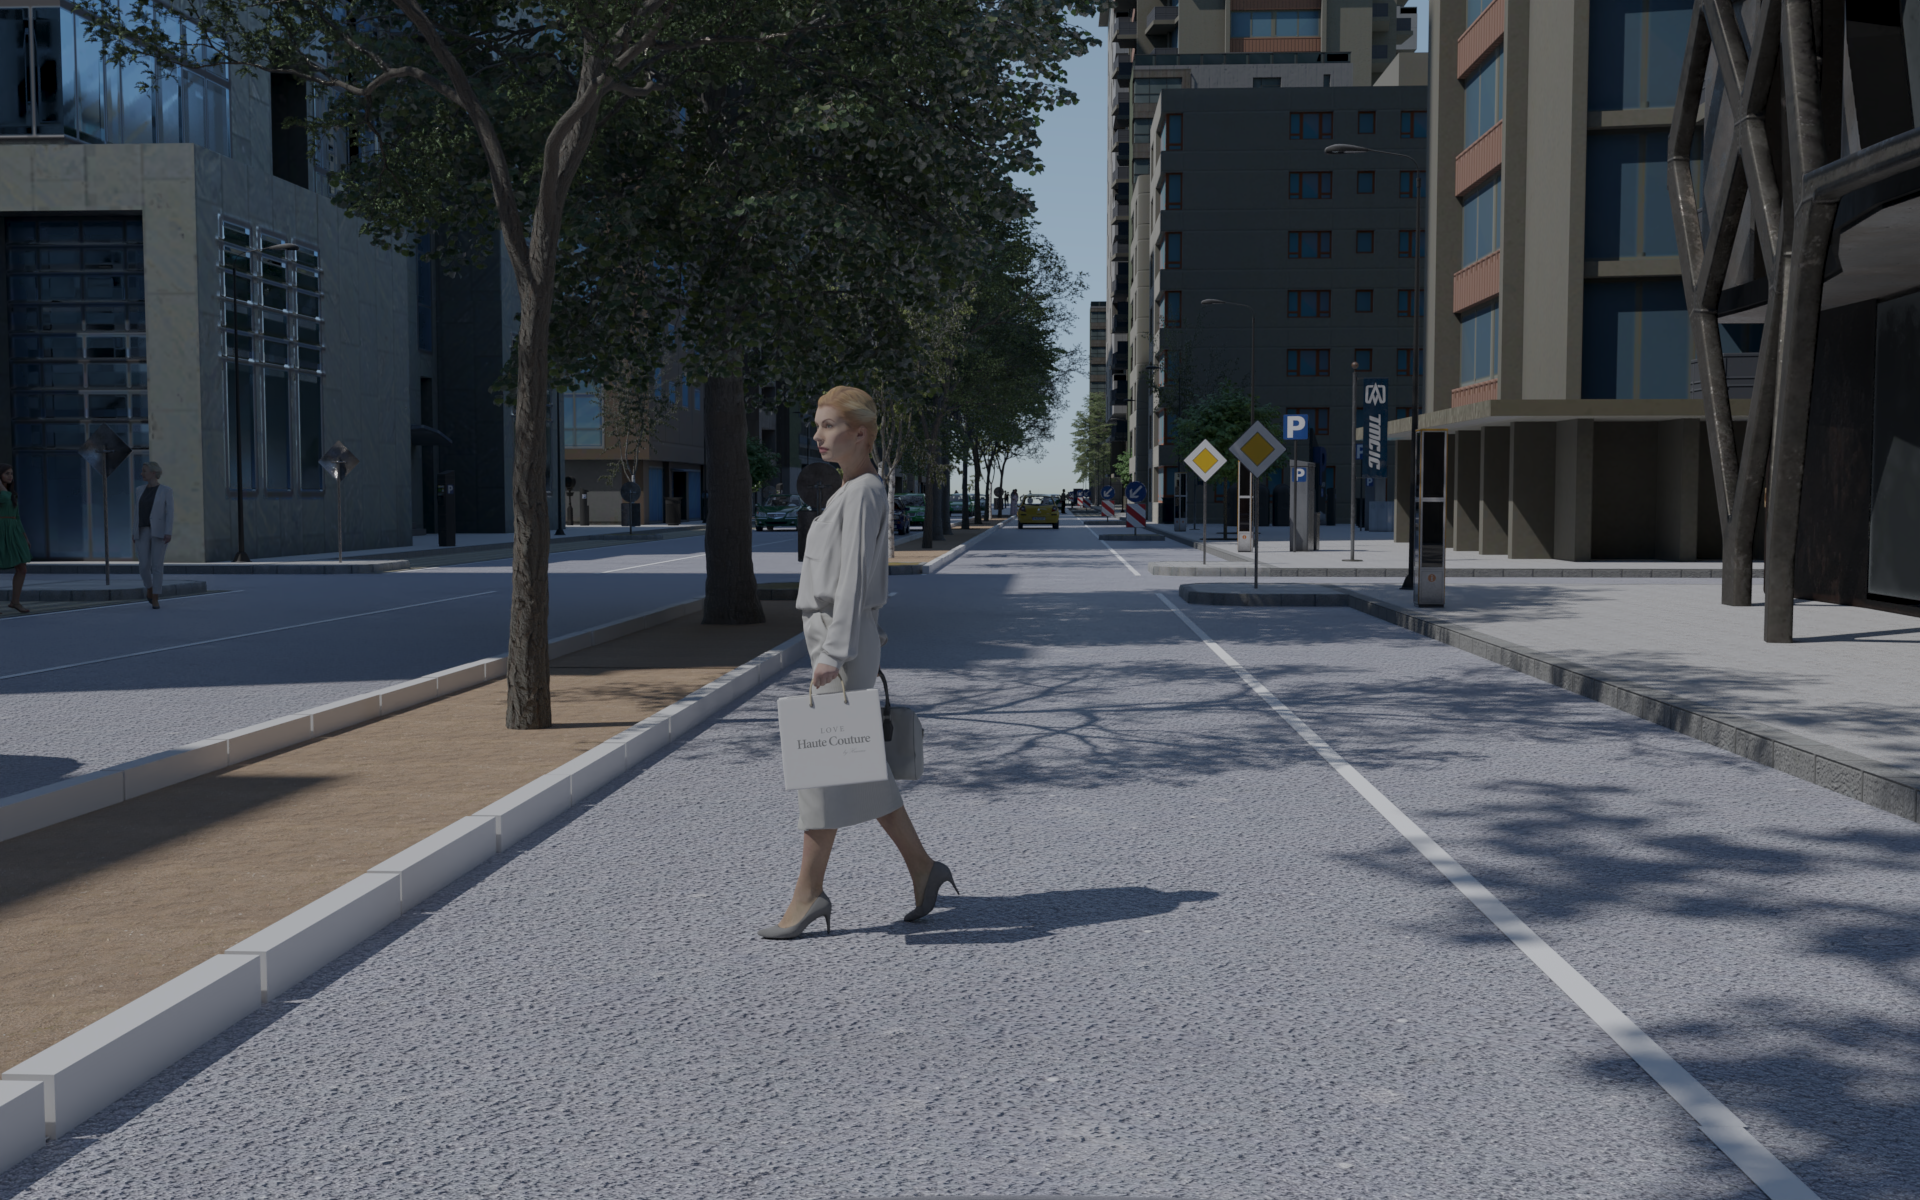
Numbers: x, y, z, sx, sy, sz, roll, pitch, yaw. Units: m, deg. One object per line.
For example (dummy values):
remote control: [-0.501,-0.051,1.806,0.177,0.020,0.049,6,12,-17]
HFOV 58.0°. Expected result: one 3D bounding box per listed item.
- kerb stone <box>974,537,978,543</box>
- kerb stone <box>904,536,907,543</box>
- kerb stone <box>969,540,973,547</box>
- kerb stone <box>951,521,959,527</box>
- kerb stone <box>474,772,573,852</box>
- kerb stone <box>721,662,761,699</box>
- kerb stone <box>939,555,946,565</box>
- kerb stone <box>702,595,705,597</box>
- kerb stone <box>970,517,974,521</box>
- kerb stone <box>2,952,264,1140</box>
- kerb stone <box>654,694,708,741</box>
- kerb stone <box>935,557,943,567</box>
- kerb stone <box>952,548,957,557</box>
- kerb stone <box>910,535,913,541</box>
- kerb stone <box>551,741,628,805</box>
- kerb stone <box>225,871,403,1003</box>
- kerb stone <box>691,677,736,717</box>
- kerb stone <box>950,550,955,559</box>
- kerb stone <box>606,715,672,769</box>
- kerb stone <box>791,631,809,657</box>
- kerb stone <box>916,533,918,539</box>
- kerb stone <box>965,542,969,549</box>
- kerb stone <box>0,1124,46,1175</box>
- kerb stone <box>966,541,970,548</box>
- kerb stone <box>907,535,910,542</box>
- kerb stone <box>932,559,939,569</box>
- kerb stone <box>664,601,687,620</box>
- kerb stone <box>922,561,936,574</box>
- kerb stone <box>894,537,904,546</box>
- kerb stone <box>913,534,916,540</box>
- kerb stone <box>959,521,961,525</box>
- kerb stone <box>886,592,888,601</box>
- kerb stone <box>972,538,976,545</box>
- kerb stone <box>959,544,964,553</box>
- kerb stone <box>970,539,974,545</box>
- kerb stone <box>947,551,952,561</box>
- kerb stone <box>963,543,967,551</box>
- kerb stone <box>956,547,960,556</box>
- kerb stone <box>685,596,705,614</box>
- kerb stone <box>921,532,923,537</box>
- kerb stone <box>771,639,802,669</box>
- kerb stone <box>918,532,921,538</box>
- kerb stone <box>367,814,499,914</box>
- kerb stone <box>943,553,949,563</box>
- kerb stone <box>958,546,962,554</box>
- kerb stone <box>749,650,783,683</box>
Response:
kerb stone: [0.341,-1.632,48.878,0.120,0.150,1.000,0,4,3]
kerb stone: [-1.695,-1.703,50.034,0.120,0.150,1.000,0,4,3]
kerb stone: [0.181,-1.443,45.794,0.120,0.150,1.000,0,4,3]
kerb stone: [-0.226,-3.394,77.682,0.120,0.150,1.000,0,4,3]
kerb stone: [-1.866,0.904,7.420,0.120,0.150,1.000,0,4,3]
kerb stone: [-1.603,0.592,12.538,0.120,0.150,1.000,0,4,3]
kerb stone: [-0.429,-0.755,34.543,0.120,0.150,1.000,0,4,3]
kerb stone: [-3.204,0.021,21.852,0.120,0.150,1.000,0,4,3]
kerb stone: [0.709,-4.457,95.069,0.120,0.150,1.000,0,4,3]
kerb stone: [-2.039,1.095,4.340,0.120,0.150,1.000,0,4,3]
kerb stone: [-1.702,0.717,10.492,0.120,0.150,1.000,0,4,3]
kerb stone: [-0.478,-0.693,33.522,0.120,0.150,1.000,0,4,3]
kerb stone: [-0.202,-1.002,38.641,0.120,0.150,1.000,0,4,3]
kerb stone: [-1.593,-1.827,52.076,0.120,0.150,1.000,0,4,3]
kerb stone: [-1.814,0.845,8.446,0.120,0.150,1.000,0,4,3]
kerb stone: [-1.982,1.031,5.371,0.120,0.150,1.000,0,4,3]
kerb stone: [-1.655,0.656,11.513,0.120,0.150,1.000,0,4,3]
kerb stone: [-0.248,-0.938,37.607,0.120,0.150,1.000,0,4,3]
kerb stone: [-1.761,0.781,9.467,0.120,0.150,1.000,0,4,3]
kerb stone: [-1.428,0.403,15.605,0.120,0.150,1.000,0,4,3]
kerb stone: [-1.485,-1.952,54.117,0.120,0.150,1.000,0,4,3]
kerb stone: [0.068,-1.318,43.749,0.120,0.150,1.000,0,4,3]
kerb stone: [-2.098,1.161,3.311,0.120,0.150,1.000,0,4,3]
kerb stone: [0.119,-1.381,44.770,0.120,0.150,1.000,0,4,3]
kerb stone: [-1.645,-1.762,51.055,0.120,0.150,1.000,0,4,3]
kerb stone: [-0.533,-0.630,32.499,0.120,0.150,1.000,0,4,3]
kerb stone: [-3.318,0.146,19.803,0.120,0.150,1.000,0,4,3]
kerb stone: [-0.585,-0.565,31.479,0.120,0.150,1.000,0,4,3]
kerb stone: [-1.752,-1.640,49.014,0.120,0.150,1.000,0,4,3]
kerb stone: [-1.531,-1.890,53.096,0.120,0.150,1.000,0,4,3]
kerb stone: [-0.161,-3.456,78.702,0.120,0.150,1.000,0,4,3]
kerb stone: [-1.050,-0.030,22.770,0.120,0.150,1.000,0,4,3]
kerb stone: [0.295,-1.569,47.848,0.120,0.150,1.000,0,4,3]
kerb stone: [-0.039,-1.193,41.708,0.120,0.150,1.000,0,4,3]
kerb stone: [0.231,-1.506,46.816,0.120,0.150,1.000,0,4,3]
kerb stone: [-0.310,-0.880,36.586,0.120,0.150,1.000,0,4,3]
kerb stone: [0.021,-1.256,42.728,0.120,0.150,1.000,0,4,3]
kerb stone: [-0.152,-1.068,39.662,0.120,0.150,1.000,0,4,3]
kerb stone: [-3.262,0.093,20.825,0.120,0.150,1.000,0,4,3]
kerb stone: [-1.372,-2.077,56.177,0.120,0.150,1.000,0,4,3]
kerb stone: [-1.483,0.466,14.585,0.120,0.150,1.000,0,4,3]
kerb stone: [-1.418,-2.015,55.148,0.120,0.150,1.000,0,4,3]
kerb stone: [-1.934,0.967,6.399,0.120,0.150,1.000,0,4,3]
kerb stone: [-0.367,-0.815,35.566,0.120,0.150,1.000,0,4,3]
kerb stone: [-0.095,-1.131,40.684,0.120,0.150,1.000,0,4,3]
kerb stone: [-1.543,0.529,13.562,0.120,0.150,1.000,0,4,3]
